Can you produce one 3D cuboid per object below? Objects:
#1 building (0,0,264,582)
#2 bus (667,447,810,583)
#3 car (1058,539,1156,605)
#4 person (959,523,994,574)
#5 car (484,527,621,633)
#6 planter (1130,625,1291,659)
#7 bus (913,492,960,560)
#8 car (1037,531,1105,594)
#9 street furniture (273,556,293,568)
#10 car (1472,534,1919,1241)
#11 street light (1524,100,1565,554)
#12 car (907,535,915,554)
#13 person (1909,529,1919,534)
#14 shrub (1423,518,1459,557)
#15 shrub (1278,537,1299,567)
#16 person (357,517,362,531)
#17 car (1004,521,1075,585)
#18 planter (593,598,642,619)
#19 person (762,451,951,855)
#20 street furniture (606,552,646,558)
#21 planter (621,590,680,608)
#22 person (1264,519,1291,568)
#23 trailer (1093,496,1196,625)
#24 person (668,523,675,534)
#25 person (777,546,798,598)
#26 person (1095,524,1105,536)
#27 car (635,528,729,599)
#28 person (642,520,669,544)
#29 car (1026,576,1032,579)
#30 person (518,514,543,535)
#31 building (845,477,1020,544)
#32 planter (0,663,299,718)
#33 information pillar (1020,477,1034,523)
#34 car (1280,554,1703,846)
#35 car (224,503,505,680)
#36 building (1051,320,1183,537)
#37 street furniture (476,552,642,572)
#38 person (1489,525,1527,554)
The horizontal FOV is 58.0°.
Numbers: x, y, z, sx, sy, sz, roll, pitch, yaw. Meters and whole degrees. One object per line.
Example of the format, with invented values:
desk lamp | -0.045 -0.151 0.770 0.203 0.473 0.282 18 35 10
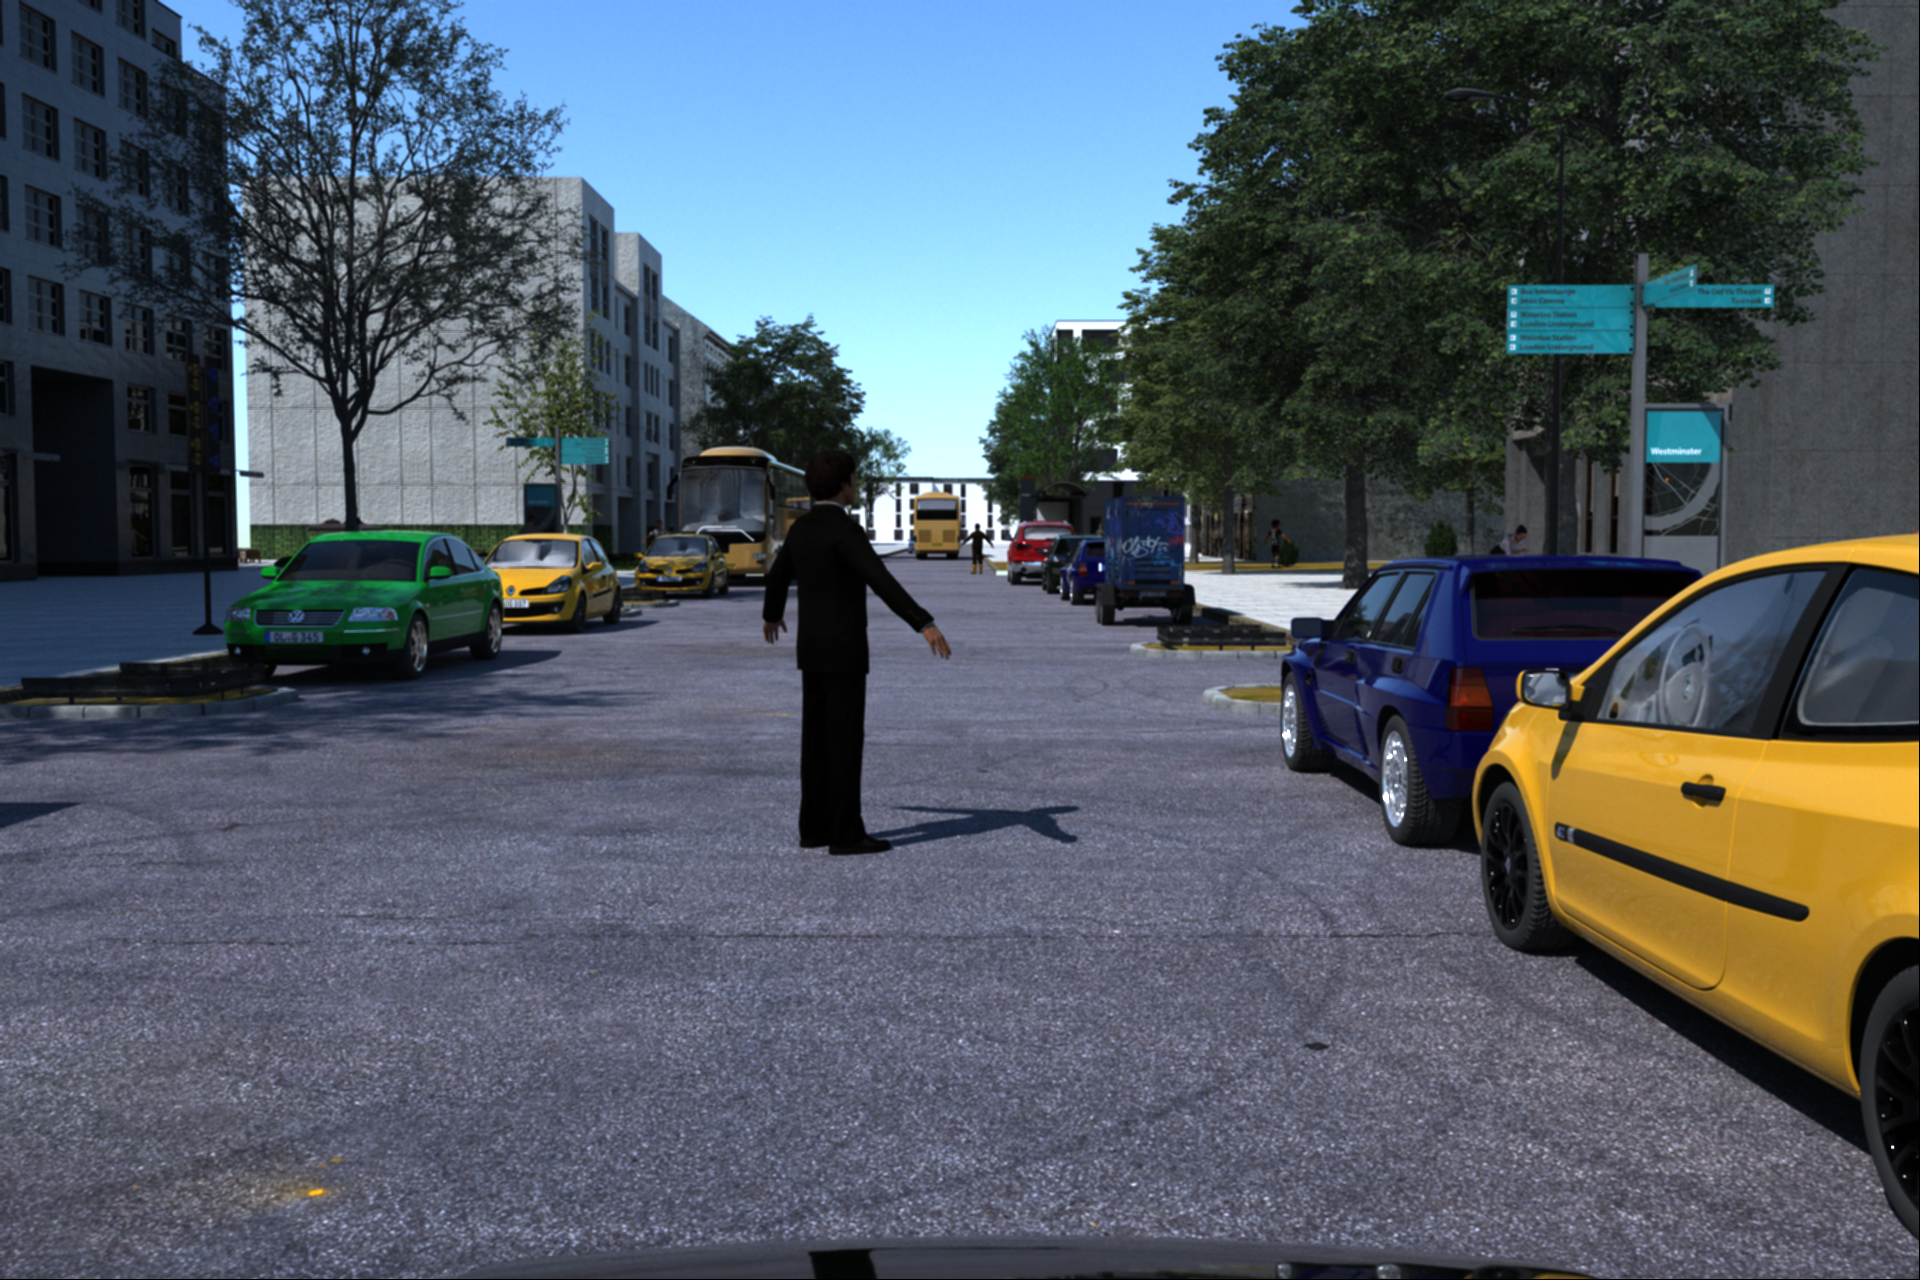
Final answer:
building | -30.331 -14.128 49.406 11.959 24.771 22.079 0 3 0
bus | -6.348 -3.719 52.346 2.896 3.916 12.252 0 4 0
car | 3.060 -1.448 36.255 1.945 1.354 3.894 0 4 -1
person | 0.612 -3.272 62.097 1.346 1.812 0.704 -1 4 -21
car | -6.301 -0.978 26.222 2.015 1.641 3.980 0 4 0
planter | 3.074 0.019 20.823 1.991 0.319 1.994 0 4 0
bus | -1.346 -6.658 100.412 2.896 3.916 12.252 0 4 -1
car | 2.935 -2.022 42.848 2.009 1.686 4.222 0 4 0
street furniture | -22.865 -3.189 67.770 5.734 0.657 10.072 1 4 10
car | 2.739 0.331 4.817 2.015 1.641 3.980 0 4 -1
street light | 6.828 -2.794 18.221 1.470 5.913 1.316 0 4 0
car | -2.931 -7.163 129.111 2.014 1.417 4.499 0 4 0
person | 13.489 -1.105 23.972 0.599 1.838 0.709 0 4 -2
shrub | 21.987 -4.571 79.153 1.690 2.028 1.600 0 3 0
shrub | 12.806 -3.468 67.819 1.383 1.207 1.383 0 3 0
person | -18.807 -2.929 53.970 0.704 1.819 1.344 -2 4 -25
car | 2.429 -2.541 50.220 2.281 1.827 5.304 0 3 0
planter | -6.644 -0.556 30.236 1.991 0.319 1.994 0 4 1
person | -0.550 0.048 7.856 0.705 1.806 1.347 -3 5 -40
street furniture | -15.487 -3.500 72.848 5.734 0.657 10.072 1 4 10
planter | -6.645 -0.812 34.410 1.991 0.319 1.994 0 3 0
person | 11.835 -3.587 64.784 0.704 1.843 1.345 -2 4 -35
trailer | 2.905 -1.295 28.217 1.471 1.999 3.904 0 4 -1
person | -15.048 -5.186 90.557 0.705 1.858 1.354 0 4 2
person | -3.462 -1.876 38.906 1.354 1.856 0.705 0 4 4
person | 7.636 -5.362 93.803 0.705 1.813 1.348 -3 5 -41
car | -6.350 -1.804 39.714 2.015 1.641 3.980 0 4 0
person | -9.867 -3.073 57.012 1.217 1.739 0.721 -1 4 -14
car | 2.940 -2.849 56.810 2.015 1.641 3.980 0 4 0
person | -10.354 -2.151 41.749 0.617 1.759 0.750 -1 4 -12
building | -4.552 -18.954 254.507 28.070 9.664 9.099 0 4 -8
planter | -6.705 0.408 14.472 1.991 0.319 1.994 0 4 1
information pillar | 3.037 -5.455 78.569 0.750 3.857 0.750 0 4 0
car | 2.848 0.200 9.307 1.945 1.354 3.894 0 4 0
car | -6.195 -0.589 18.429 1.959 1.807 4.718 0 4 0
building | 23.300 -20.667 181.885 27.936 21.610 32.646 0 4 0
street furniture | -12.474 -2.830 61.903 10.072 0.657 5.734 0 4 2
person | 9.197 -1.207 28.974 0.799 1.438 0.628 3 5 39
